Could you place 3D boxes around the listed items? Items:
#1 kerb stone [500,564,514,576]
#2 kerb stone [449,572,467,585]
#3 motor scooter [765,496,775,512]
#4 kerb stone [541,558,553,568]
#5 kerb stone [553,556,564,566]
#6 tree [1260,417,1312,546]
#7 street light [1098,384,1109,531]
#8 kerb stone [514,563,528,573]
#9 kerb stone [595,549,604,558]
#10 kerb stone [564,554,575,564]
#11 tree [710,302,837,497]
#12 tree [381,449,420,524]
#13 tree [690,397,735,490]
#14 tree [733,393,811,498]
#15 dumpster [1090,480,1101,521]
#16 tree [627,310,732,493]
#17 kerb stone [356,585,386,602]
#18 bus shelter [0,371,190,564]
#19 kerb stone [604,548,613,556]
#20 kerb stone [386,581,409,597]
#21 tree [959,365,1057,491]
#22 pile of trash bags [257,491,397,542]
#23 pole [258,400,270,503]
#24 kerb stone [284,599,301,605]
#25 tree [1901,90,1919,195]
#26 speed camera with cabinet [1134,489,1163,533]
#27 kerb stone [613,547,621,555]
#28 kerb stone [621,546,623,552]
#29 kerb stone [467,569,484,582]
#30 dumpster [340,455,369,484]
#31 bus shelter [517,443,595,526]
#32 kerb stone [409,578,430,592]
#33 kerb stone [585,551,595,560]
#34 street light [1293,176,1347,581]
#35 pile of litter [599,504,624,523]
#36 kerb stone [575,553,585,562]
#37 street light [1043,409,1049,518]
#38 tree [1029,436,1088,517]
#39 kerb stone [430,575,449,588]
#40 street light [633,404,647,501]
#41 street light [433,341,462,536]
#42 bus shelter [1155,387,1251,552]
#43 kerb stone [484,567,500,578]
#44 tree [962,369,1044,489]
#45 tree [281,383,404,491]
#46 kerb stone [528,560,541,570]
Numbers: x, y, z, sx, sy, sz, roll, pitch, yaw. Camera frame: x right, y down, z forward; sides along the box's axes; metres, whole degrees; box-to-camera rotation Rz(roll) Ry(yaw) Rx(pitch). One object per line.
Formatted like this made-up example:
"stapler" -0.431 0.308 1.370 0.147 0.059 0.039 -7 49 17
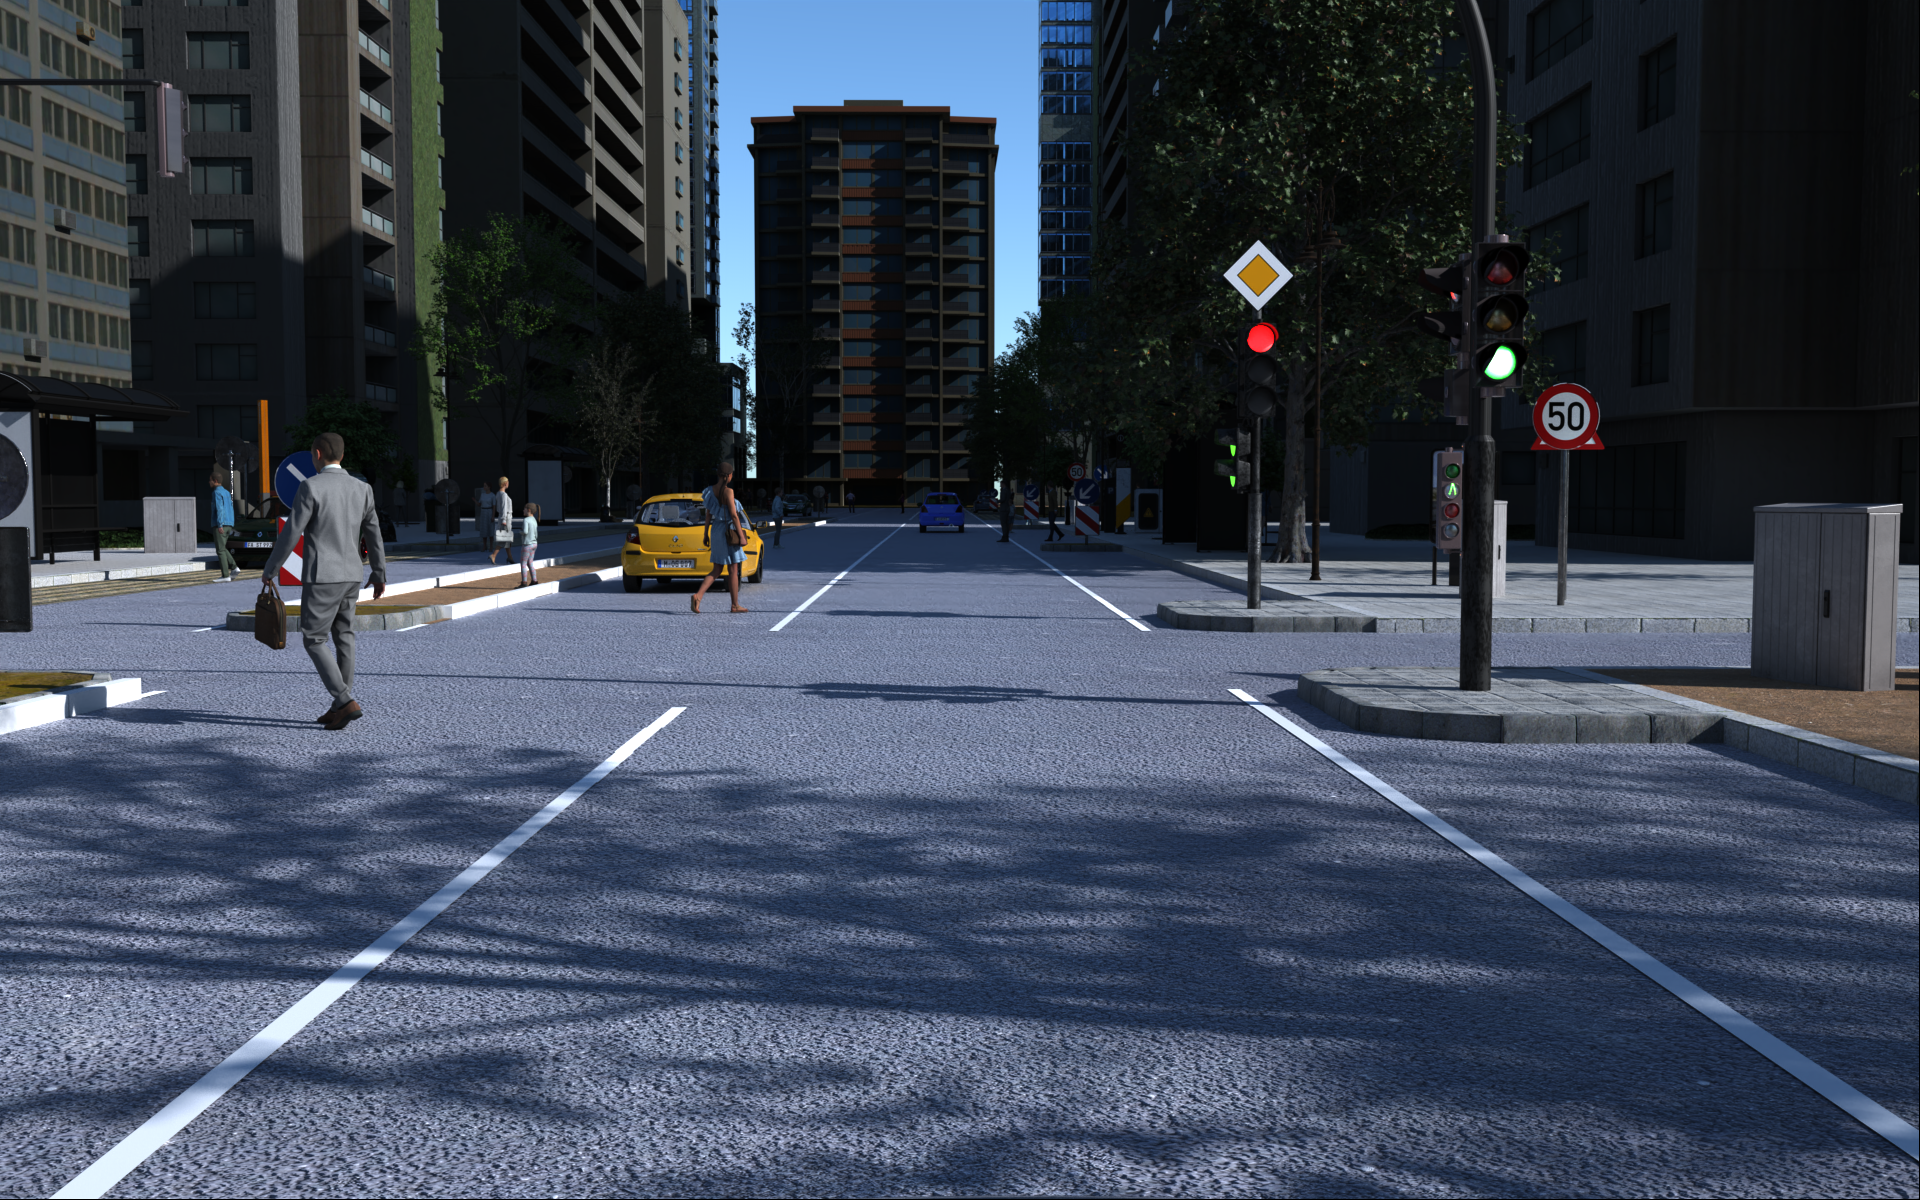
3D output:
"kerb stone" -8.090 -0.511 30.557 0.120 0.150 1.000 0 4 -1
"kerb stone" -8.059 -0.319 27.479 0.120 0.150 1.000 0 4 -1
"motor scooter" -14.011 -7.014 127.449 0.815 1.314 1.986 0 4 -2
"kerb stone" -8.129 -0.699 33.623 0.120 0.150 1.000 0 4 -1
"kerb stone" -8.135 -0.761 34.646 0.120 0.150 1.000 0 4 -1
"tree" 7.690 -2.960 42.994 1.663 3.219 1.824 0 3 0
"street light" 4.937 -5.328 59.896 0.468 5.910 1.993 0 4 -1
"kerb stone" -8.098 -0.574 31.579 0.120 0.150 1.000 0 4 -1
"kerb stone" -8.179 -1.009 38.757 0.120 0.150 1.000 0 4 -1
"kerb stone" -8.143 -0.824 35.668 0.120 0.150 1.000 0 4 -1
"tree" -18.925 -19.354 172.326 12.611 20.169 13.585 0 3 0
"tree" -23.511 -4.838 73.702 1.663 3.219 1.824 0 3 0
"tree" -16.983 -10.058 114.815 4.360 8.622 3.978 0 3 0
"tree" -17.170 -13.733 158.950 7.601 10.594 8.767 -1 4 -15
"dumpster" 5.760 -3.833 68.421 1.264 1.857 1.865 0 4 0
"tree" -17.580 -11.546 106.904 7.486 12.596 7.792 0 3 0
"kerb stone" -8.013 -0.073 23.387 0.120 0.150 1.000 0 4 -1
"bus shelter" -15.829 -2.251 30.721 2.014 3.302 5.546 0 4 -1
"kerb stone" -8.189 -1.076 39.782 0.120 0.150 1.000 0 4 -1
"kerb stone" -8.022 -0.136 24.412 0.120 0.150 1.000 0 4 -1
"tree" 4.542 -15.859 165.944 9.857 13.997 8.962 0 3 0
"pile of trash bags" -16.776 -2.197 45.668 3.447 1.369 1.912 -3 5 -44
"pole" -15.125 -2.680 37.656 0.158 3.312 0.155 0 3 0
"kerb stone" -7.980 0.116 20.298 0.120 0.150 1.000 0 4 -1
"tree" 15.856 -4.575 25.158 4.737 8.622 4.395 0 3 0
"speed camera with cabinet" 6.716 -3.801 56.480 2.038 3.252 0.660 0 4 6
"kerb stone" -8.206 -1.138 40.805 0.120 0.150 1.000 0 4 -1
"kerb stone" -8.209 -1.201 41.838 0.120 0.150 1.000 0 4 -1
"kerb stone" -8.065 -0.385 28.501 0.120 0.150 1.000 0 4 -1
"dumpster" -15.482 -2.443 42.440 1.502 2.255 1.985 0 4 -1
"bus shelter" -16.703 -4.771 71.933 2.014 3.302 5.546 0 4 0
"kerb stone" -8.035 -0.198 25.435 0.120 0.150 1.000 0 4 -1
"kerb stone" -8.170 -0.950 37.724 0.120 0.150 1.000 0 4 -1
"street light" 5.289 -3.230 25.605 0.468 5.910 1.993 0 4 -1
"pile of litter" -15.819 -3.941 78.403 1.176 0.858 1.719 0 4 0
"kerb stone" -8.151 -0.887 36.691 0.120 0.150 1.000 0 4 -1
"street light" 4.547 -7.372 93.327 0.468 5.910 1.993 0 4 -1
"tree" 5.617 -6.975 97.752 4.285 4.588 4.351 0 3 0
"kerb stone" -8.047 -0.261 26.457 0.120 0.150 1.000 0 4 -1
"street light" -15.919 -6.934 86.166 0.468 5.910 1.993 0 4 -1
"street light" -15.503 -4.878 52.543 0.468 5.910 1.993 0 4 -1
"bus shelter" 5.692 -3.047 41.094 1.731 3.624 6.357 0 4 -1
"kerb stone" -8.081 -0.449 29.529 0.120 0.150 1.000 0 4 -1
"tree" 3.942 -14.459 154.539 7.486 12.596 7.792 0 3 0
"tree" -18.268 -4.137 51.356 4.285 4.588 4.351 0 3 0
"kerb stone" -8.115 -0.632 32.601 0.120 0.150 1.000 0 4 -1
